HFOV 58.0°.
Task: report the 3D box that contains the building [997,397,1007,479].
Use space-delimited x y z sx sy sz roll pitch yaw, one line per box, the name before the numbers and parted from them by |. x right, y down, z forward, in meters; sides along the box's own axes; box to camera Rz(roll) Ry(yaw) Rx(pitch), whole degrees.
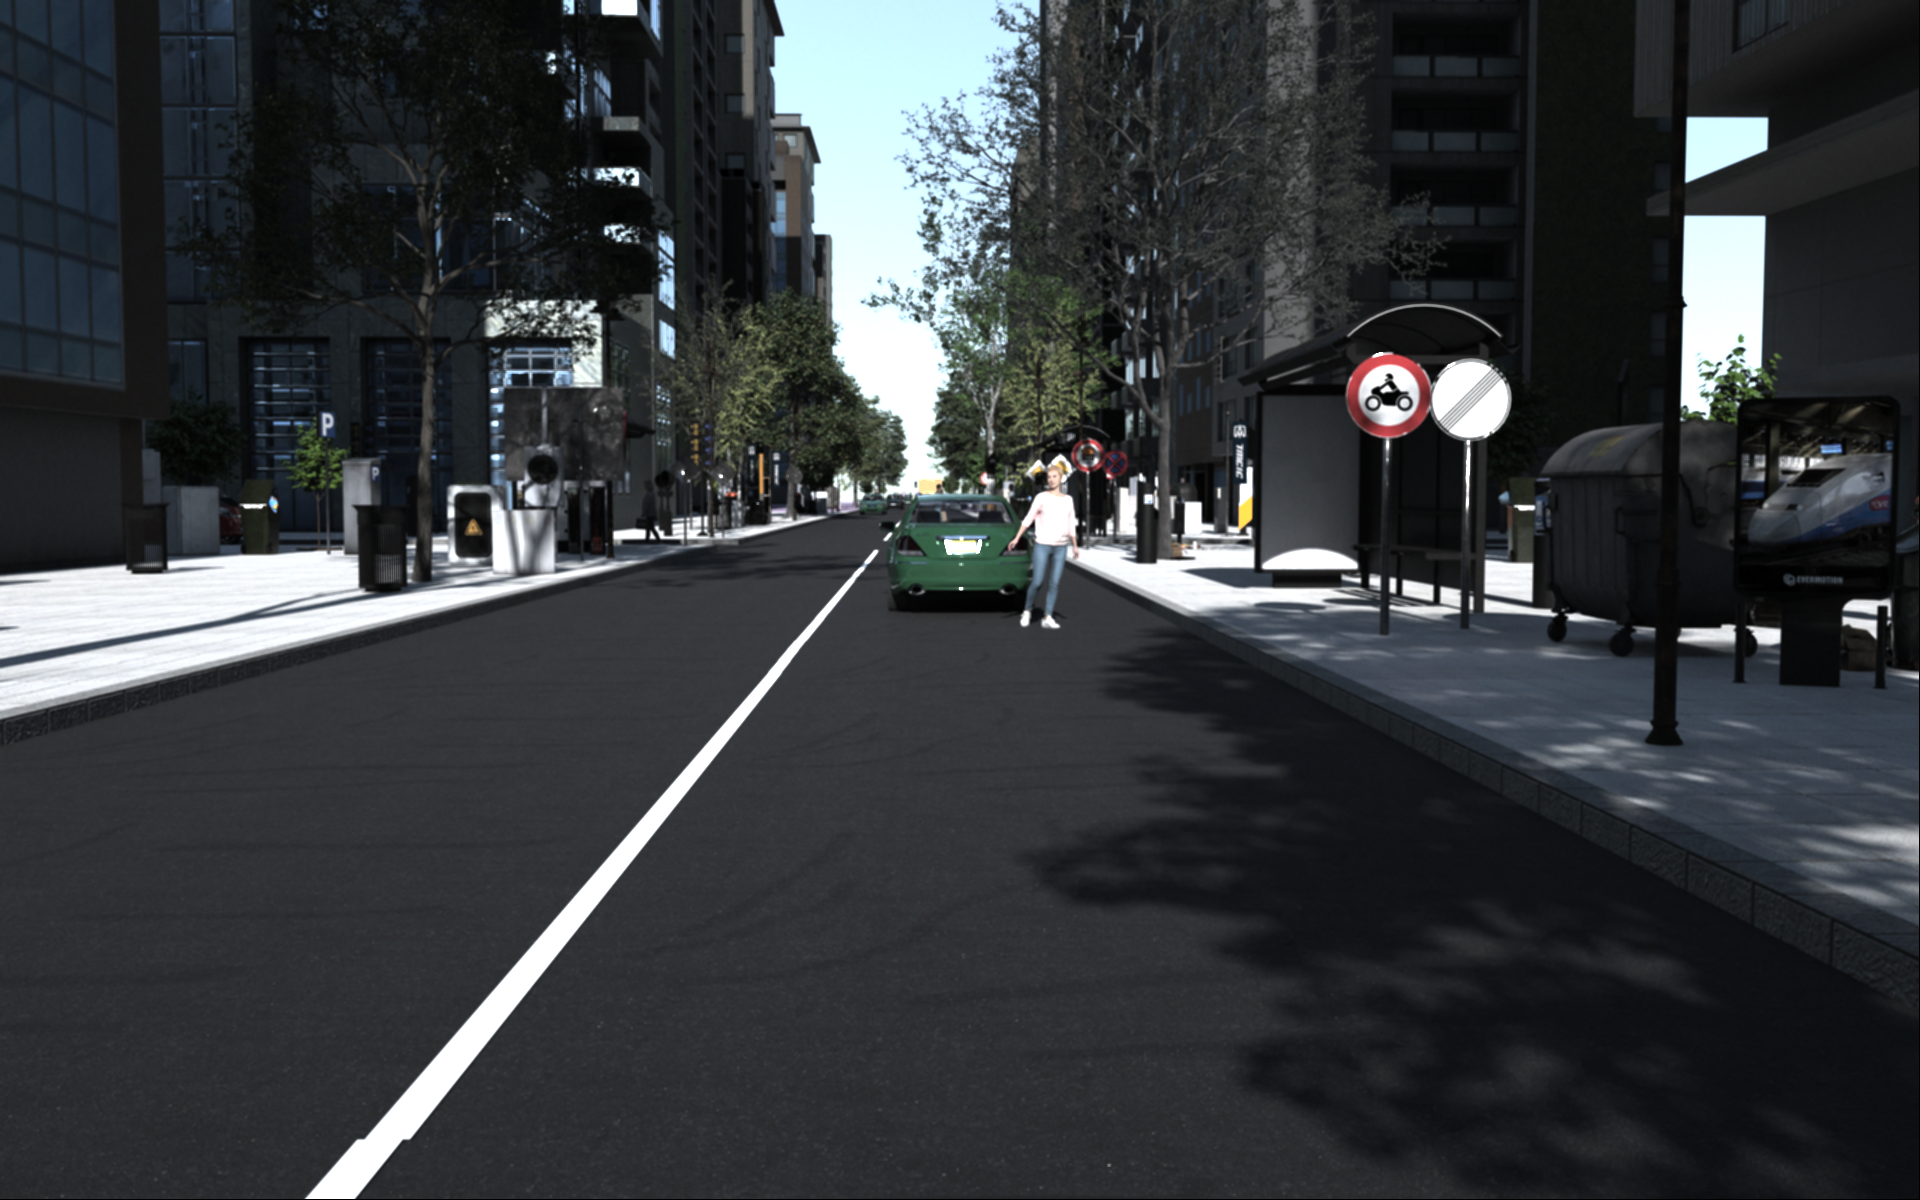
building | 20.186 -26.087 271.559 27.650 21.520 28.899 0 4 -1

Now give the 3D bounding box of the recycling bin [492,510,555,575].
recycling bin | -6.986 -0.928 27.735 0.722 1.027 0.722 3 4 36

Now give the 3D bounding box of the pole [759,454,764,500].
pole | -10.015 -5.724 87.435 0.158 3.312 0.155 0 3 0

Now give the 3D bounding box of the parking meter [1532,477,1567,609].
parking meter | 6.631 -0.674 19.429 0.372 1.533 0.369 0 3 0

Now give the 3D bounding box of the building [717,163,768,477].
building | -24.681 -23.326 153.088 14.160 30.474 14.107 0 4 -1

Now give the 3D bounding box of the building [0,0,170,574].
building | -22.101 -22.927 24.970 14.200 45.320 14.600 0 4 -1

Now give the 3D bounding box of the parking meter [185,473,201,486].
parking meter | -21.833 -2.670 49.359 0.255 1.863 0.399 3 5 44

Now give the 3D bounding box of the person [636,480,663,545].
person | -8.141 -2.246 45.403 0.728 1.800 0.709 1 4 10

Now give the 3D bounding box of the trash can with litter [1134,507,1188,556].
trash can with litter | 4.108 -1.472 35.449 1.055 1.170 0.624 0 4 -1

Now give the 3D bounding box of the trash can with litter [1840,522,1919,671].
trash can with litter | 6.838 -0.073 12.588 1.055 1.170 0.624 0 4 -3

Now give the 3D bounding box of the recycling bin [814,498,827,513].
recycling bin | -9.356 -6.341 116.221 0.722 1.027 0.722 -1 4 -16

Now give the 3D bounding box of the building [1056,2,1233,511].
building | 16.236 -31.073 158.159 14.600 45.320 14.200 0 4 -1

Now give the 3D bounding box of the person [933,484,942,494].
person | -0.845 -3.619 67.650 0.713 1.824 0.794 1 4 14

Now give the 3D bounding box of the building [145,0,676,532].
building | -23.401 -46.359 70.645 22.319 86.520 31.000 0 4 -1

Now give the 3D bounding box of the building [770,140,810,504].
building | -26.806 -35.050 223.182 14.600 45.320 14.200 0 4 -1

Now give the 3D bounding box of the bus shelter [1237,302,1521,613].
bus shelter | 4.857 -1.660 21.073 2.014 3.302 5.546 0 4 -1

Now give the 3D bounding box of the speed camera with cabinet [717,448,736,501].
speed camera with cabinet | -10.176 -4.964 75.500 0.660 3.252 2.038 0 4 -1

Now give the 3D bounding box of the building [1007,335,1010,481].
building | 13.680 -29.214 249.350 14.160 30.474 14.107 0 4 -1

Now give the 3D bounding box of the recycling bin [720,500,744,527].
recycling bin | -8.964 -3.395 68.062 0.722 1.027 0.722 2 4 35

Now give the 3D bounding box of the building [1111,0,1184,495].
building | 21.641 -30.008 110.236 23.786 49.044 30.456 0 4 -1

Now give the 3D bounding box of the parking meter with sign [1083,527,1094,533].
parking meter with sign | 4.339 -3.795 58.305 0.543 3.016 1.738 0 4 -4

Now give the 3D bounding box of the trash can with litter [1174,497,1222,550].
trash can with litter | 5.265 -1.826 40.917 1.678 1.210 2.233 0 4 3

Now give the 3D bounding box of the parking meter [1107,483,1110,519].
parking meter | 7.582 -5.149 89.895 0.399 1.863 0.255 -2 4 -35

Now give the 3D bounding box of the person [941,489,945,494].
person | -1.424 -7.828 136.505 1.348 1.821 0.705 0 4 -2

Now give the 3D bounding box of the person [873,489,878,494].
person | -6.668 -7.876 137.415 1.348 1.807 0.705 -1 4 -20

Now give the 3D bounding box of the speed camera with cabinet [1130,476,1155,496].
speed camera with cabinet | 9.763 -5.867 90.267 2.038 3.252 0.660 -3 4 -37

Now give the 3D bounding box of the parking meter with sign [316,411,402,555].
parking meter with sign | -12.623 -2.463 36.532 1.738 3.016 0.543 1 4 15

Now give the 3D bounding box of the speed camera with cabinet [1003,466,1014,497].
speed camera with cabinet | 2.921 -7.723 120.600 0.660 3.252 2.038 3 5 44

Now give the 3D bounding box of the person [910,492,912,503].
person | -6.437 -13.533 230.587 0.721 1.723 1.217 0 4 -4

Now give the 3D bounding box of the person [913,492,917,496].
person | -7.005 -16.268 275.205 1.217 1.736 0.721 -1 4 -20

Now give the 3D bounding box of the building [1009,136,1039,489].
building | 17.766 -37.094 230.191 21.300 48.544 21.600 0 4 -1

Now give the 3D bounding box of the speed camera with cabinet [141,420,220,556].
speed camera with cabinet | -16.404 -2.540 35.861 0.660 3.252 2.038 2 4 29

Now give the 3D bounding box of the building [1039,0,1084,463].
building | 18.636 -38.972 179.192 21.231 58.520 28.212 0 4 -1

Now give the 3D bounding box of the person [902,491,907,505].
person | -7.206 -13.286 225.597 0.709 1.838 0.599 -3 5 -45

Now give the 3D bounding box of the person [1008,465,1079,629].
person | 0.844 -0.575 18.570 0.731 1.740 0.598 -2 4 -28

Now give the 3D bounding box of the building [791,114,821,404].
building | -34.448 -40.023 243.609 28.713 52.752 27.495 0 4 -1

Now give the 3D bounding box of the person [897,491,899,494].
person | -7.563 -12.653 215.904 0.750 1.759 0.617 0 4 5

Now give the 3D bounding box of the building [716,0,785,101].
building | -32.689 -35.705 173.009 28.713 52.752 27.495 0 4 -1

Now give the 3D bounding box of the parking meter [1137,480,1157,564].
parking meter | 3.455 -1.443 32.009 0.372 1.533 0.369 0 3 0

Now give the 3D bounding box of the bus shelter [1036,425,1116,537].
bus shelter | 3.515 -3.648 53.561 2.014 3.302 5.546 0 4 -1

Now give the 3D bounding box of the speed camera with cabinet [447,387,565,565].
speed camera with cabinet | -8.319 -2.288 31.750 2.038 3.252 0.660 0 4 -7

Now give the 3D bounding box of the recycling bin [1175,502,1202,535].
recycling bin | 7.190 -2.569 54.550 0.722 1.027 0.722 0 4 -3

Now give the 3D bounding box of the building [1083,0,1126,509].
building | 18.936 -42.885 139.425 20.563 71.187 20.611 0 4 -1

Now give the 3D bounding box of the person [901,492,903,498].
person | -9.150 -16.123 272.919 0.445 1.727 0.742 -1 4 -13

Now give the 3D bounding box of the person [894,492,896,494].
person | -9.958 -15.752 266.048 0.705 1.824 1.348 2 4 28

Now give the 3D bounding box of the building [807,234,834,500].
building | -26.808 -35.552 264.875 14.154 41.232 14.086 0 4 -1

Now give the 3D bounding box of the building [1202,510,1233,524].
building | 18.024 -26.293 79.997 14.600 45.320 14.200 0 4 -1

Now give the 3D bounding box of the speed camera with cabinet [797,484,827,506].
speed camera with cabinet | -10.049 -7.546 117.719 2.038 3.252 0.660 -2 4 -33

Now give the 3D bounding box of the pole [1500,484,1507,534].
pole | 17.545 -3.794 55.883 0.158 3.312 0.155 0 3 0

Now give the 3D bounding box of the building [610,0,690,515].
building | -24.111 -25.621 102.505 14.154 41.232 14.086 0 4 -1

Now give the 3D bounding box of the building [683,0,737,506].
building | -27.438 -42.560 134.102 20.563 71.187 20.611 0 4 -1

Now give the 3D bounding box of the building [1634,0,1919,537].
building | 26.835 -26.356 20.160 28.713 52.752 27.495 0 4 -1

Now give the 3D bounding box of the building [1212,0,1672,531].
building | 17.616 -23.334 65.100 14.086 41.232 14.154 0 4 -1

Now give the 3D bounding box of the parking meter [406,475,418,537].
parking meter | -16.457 -2.836 52.085 0.255 1.863 0.399 -3 5 -45

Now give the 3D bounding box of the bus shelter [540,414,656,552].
bus shelter | -8.534 -2.852 40.556 2.014 3.302 5.546 0 4 -1
